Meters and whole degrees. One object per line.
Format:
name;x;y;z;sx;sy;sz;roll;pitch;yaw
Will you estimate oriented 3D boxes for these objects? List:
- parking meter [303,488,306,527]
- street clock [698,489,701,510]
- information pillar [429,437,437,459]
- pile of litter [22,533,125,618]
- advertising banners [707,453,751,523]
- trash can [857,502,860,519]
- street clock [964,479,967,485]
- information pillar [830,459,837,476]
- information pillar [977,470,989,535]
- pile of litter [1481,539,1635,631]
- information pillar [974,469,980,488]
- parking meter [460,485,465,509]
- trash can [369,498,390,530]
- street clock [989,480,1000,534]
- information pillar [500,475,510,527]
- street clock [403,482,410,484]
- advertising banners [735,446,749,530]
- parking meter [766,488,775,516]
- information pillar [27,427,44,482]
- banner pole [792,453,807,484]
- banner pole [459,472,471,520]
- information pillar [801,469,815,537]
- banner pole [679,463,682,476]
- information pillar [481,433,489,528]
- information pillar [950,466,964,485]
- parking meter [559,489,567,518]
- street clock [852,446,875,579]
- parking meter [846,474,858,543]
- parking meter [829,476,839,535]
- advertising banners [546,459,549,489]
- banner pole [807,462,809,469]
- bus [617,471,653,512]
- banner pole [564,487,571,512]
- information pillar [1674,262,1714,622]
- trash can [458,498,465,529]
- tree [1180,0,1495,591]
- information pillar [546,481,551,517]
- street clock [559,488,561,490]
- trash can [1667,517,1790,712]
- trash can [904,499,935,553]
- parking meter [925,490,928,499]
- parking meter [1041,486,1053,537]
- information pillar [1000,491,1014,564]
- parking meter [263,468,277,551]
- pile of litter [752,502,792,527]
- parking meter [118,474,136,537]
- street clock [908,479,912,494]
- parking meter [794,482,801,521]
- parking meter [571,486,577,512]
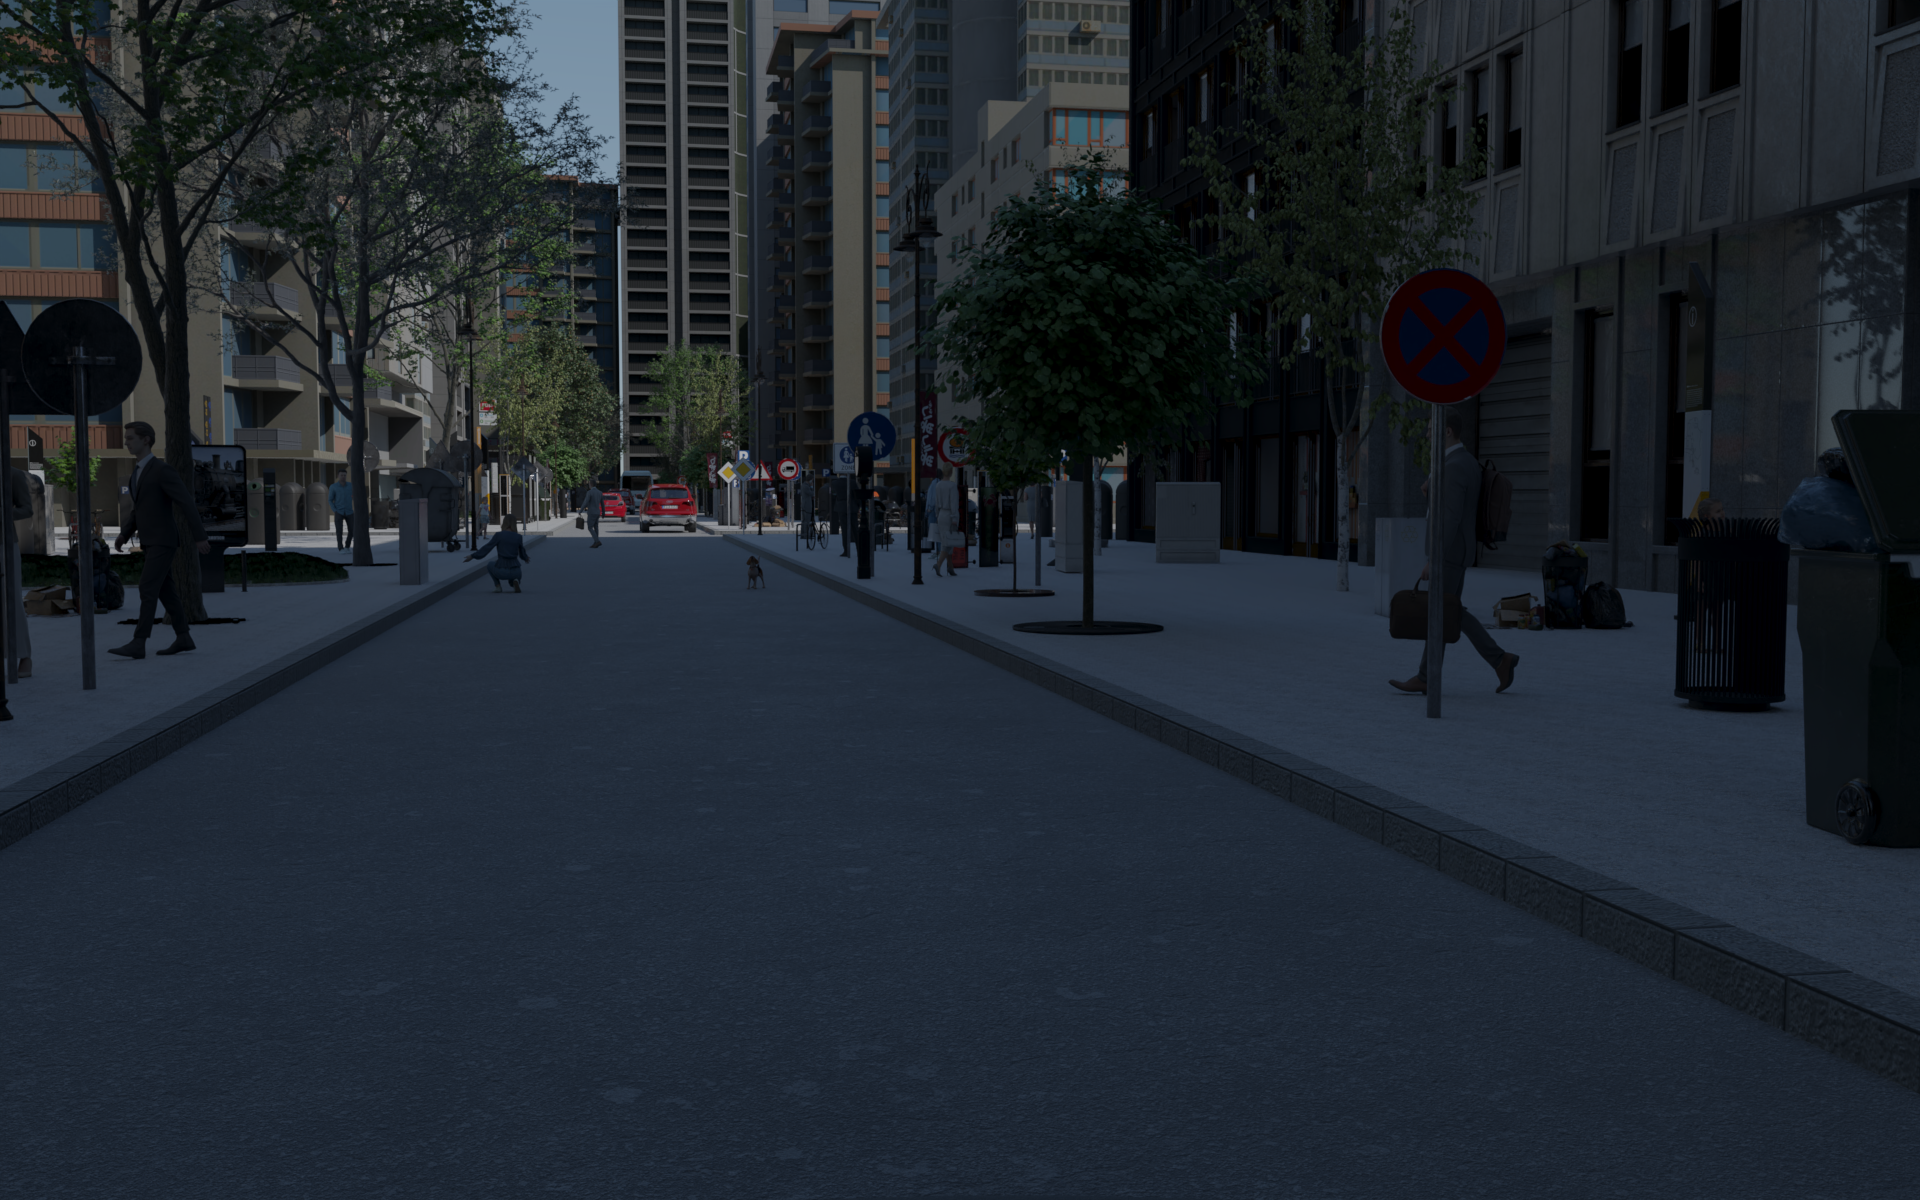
parking meter;-25.306;-3.563;66.659;0.372;1.533;0.369;0;3;0
street clock;-18.392;-7.225;122.694;0.358;2.002;0.471;1;4;10
information pillar;-21.584;-4.880;71.140;0.504;3.616;0.183;2;4;27
pile of litter;-9.696;-0.292;18.743;1.176;0.858;1.719;0;4;2
advertising banners;-9.744;-4.695;72.948;2.074;3.025;0.090;1;4;20
trash can;-4.465;-4.117;78.969;0.748;1.137;0.748;0;3;0
street clock;0.076;-4.664;80.822;0.471;2.002;0.358;2;4;23
information pillar;-8.385;-7.559;114.946;0.504;3.616;0.183;1;4;10
information pillar;0.717;-3.017;53.827;0.304;2.012;0.304;1;4;13
pile of litter;5.695;-0.171;16.756;1.719;0.858;1.176;0;4;8
information pillar;0.806;-5.536;81.870;0.183;3.616;0.504;2;4;29
parking meter;-31.656;-6.398;110.322;0.255;1.863;0.399;-2;4;-31
trash can;-20.971;-3.118;62.630;0.748;1.137;0.748;0;3;0
street clock;1.203;-3.161;56.258;0.471;2.002;0.358;-1;4;-15
information pillar;-17.116;-3.708;65.110;0.304;2.012;0.304;0;4;-3
street clock;-31.531;-5.761;98.761;0.471;2.002;0.358;3;5;40
advertising banners;-8.002;-4.095;63.137;0.090;3.025;2.074;-1;4;-17
parking meter;-7.544;-3.701;68.914;0.372;1.533;0.369;0;3;0
information pillar;-32.290;-4.231;60.524;0.504;3.616;0.183;-3;5;-44
banner pole;-9.891;-7.040;105.116;0.863;3.779;0.401;3;5;42
banner pole;-24.837;-5.906;86.584;0.863;3.779;0.401;2;4;25
information pillar;-4.517;-2.874;51.474;0.304;2.012;0.304;3;5;41
banner pole;-20.564;-8.397;127.315;0.401;3.779;0.863;0;4;6
information pillar;-16.878;-4.270;61.176;0.504;3.616;0.183;1;4;18
information pillar;-0.099;-2.274;41.677;0.304;2.012;0.304;-3;5;-44
parking meter;-21.048;-5.105;91.874;0.372;1.533;0.369;0;3;0
street clock;-1.455;-1.319;26.143;0.358;2.002;0.471;-1;4;-11
parking meter;-2.900;-2.449;45.759;0.399;1.863;0.255;0;4;-8
parking meter;-3.973;-2.998;54.728;0.255;1.863;0.399;-1;4;-15
advertising banners;-20.752;-5.522;86.472;0.090;3.025;2.074;-2;4;-26
banner pole;-10.353;-7.842;118.229;0.401;3.779;0.863;-2;4;-34
bus;-26.893;-9.100;143.639;2.948;3.499;13.247;-1;4;-11
banner pole;-28.494;-8.310;125.878;0.863;3.779;0.401;1;4;11
information pillar;7.383;-1.590;17.352;0.183;3.616;0.504;0;4;3
trash can;-18.444;-3.172;63.517;0.748;1.137;0.748;0;3;0
tree;4.980;-4.407;22.411;4.737;8.622;4.395;0;3;0
information pillar;-21.431;-5.230;90.003;0.304;2.012;0.304;-2;4;-24
street clock;-29.042;-7.459;126.523;0.471;2.002;0.358;-3;5;-42
trash can;4.620;0.078;10.372;0.748;1.137;0.748;0;3;0
trash can;-0.848;-1.596;37.749;0.748;1.137;0.748;0;3;0
parking meter;-1.725;-5.226;93.853;0.372;1.533;0.369;0;3;0
parking meter;2.582;-2.642;51.601;0.372;1.533;0.369;0;3;0
information pillar;0.882;-1.677;31.913;0.304;2.012;0.304;0;4;1
parking meter;-15.511;-2.032;38.940;0.255;1.863;0.399;-1;4;-21
pile of litter;-7.293;-3.281;67.608;1.719;0.858;1.176;2;4;34
parking meter;-24.665;-2.786;51.256;0.399;1.863;0.255;0;4;-4
street clock;-2.239;-4.820;83.373;0.471;2.002;0.358;1;4;21
parking meter;-7.846;-4.779;83.846;0.399;1.863;0.255;-2;4;-30
parking meter;-27.357;-7.157;122.733;0.399;1.863;0.255;0;4;-4
